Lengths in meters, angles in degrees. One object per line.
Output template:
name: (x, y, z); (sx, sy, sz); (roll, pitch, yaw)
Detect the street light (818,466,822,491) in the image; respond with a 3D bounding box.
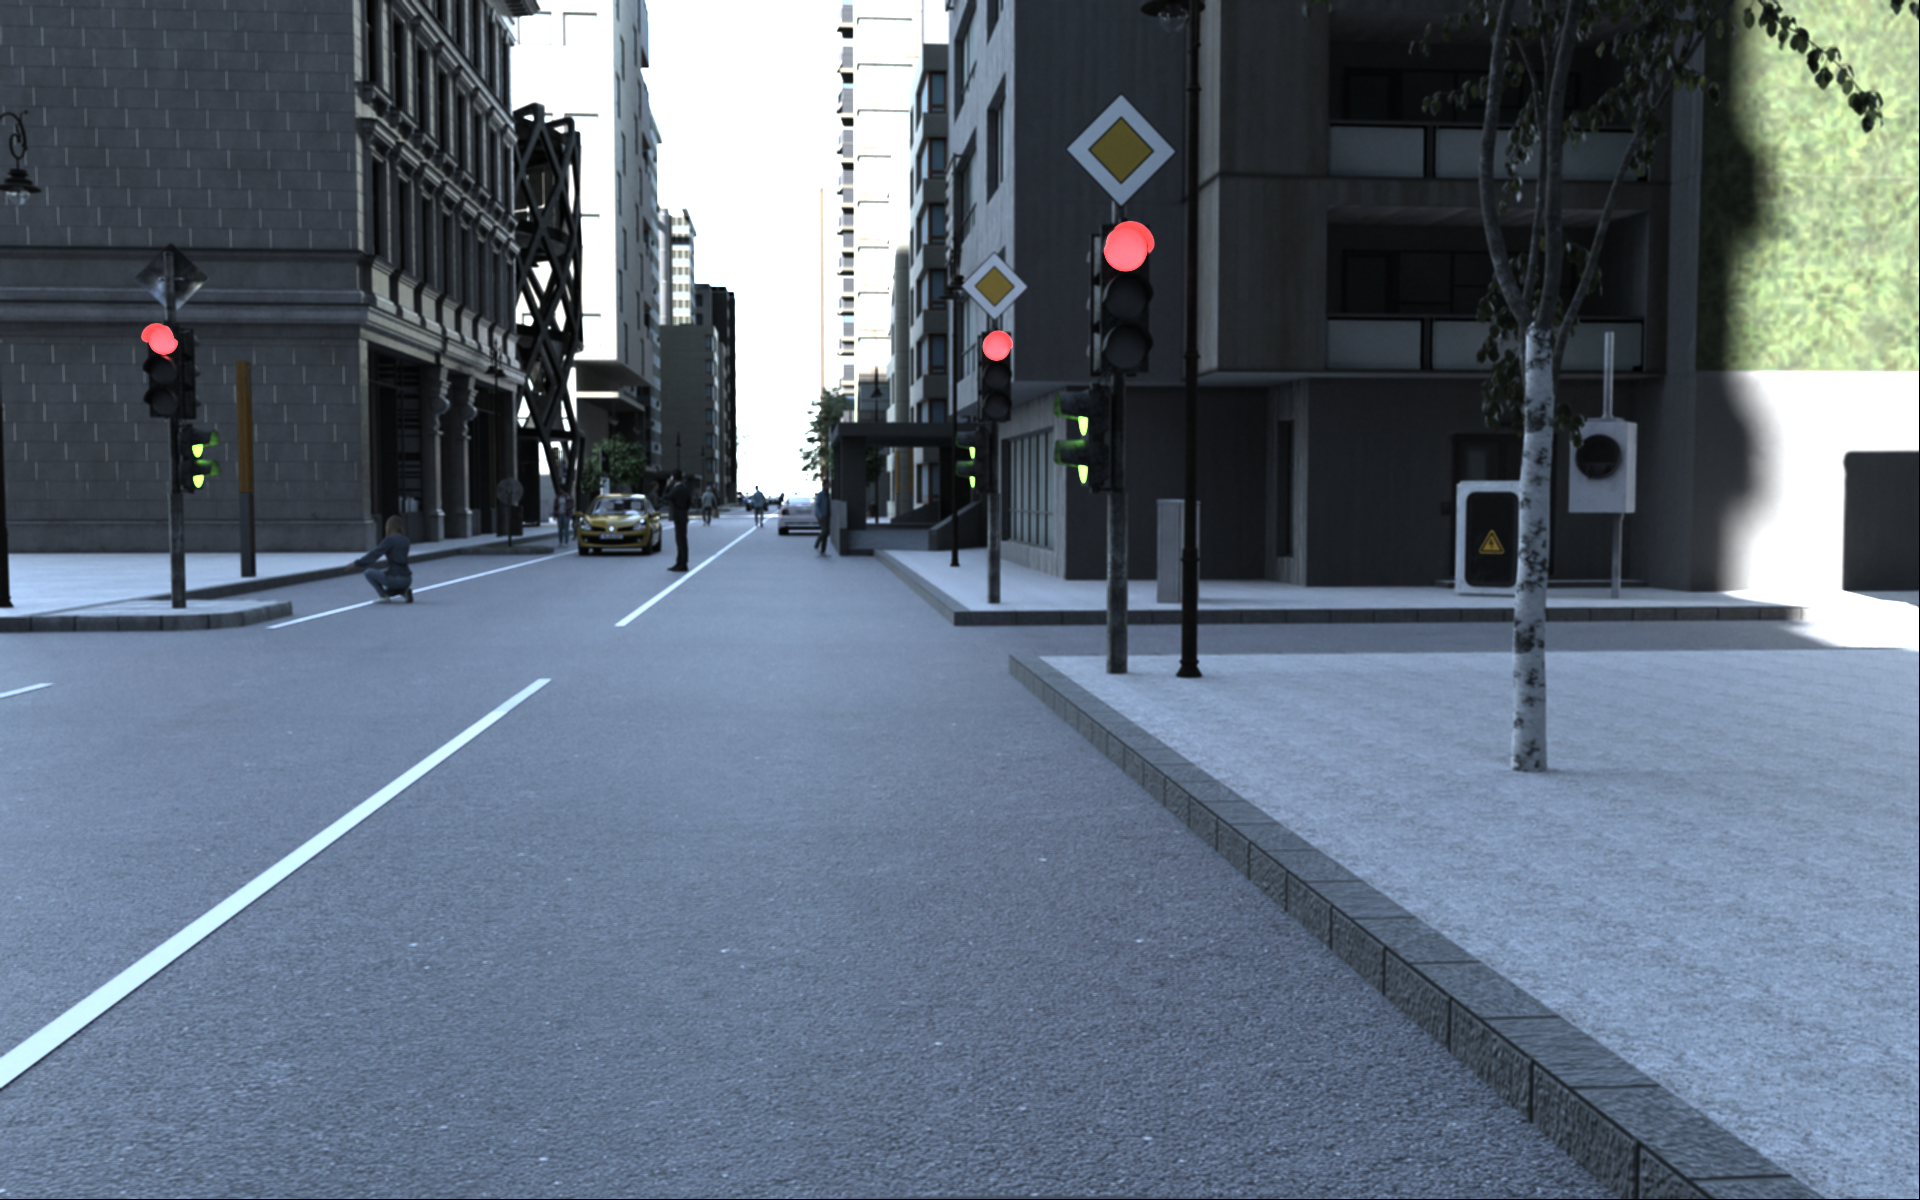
street light: (-17.518, -15.212, 221.495); (0.468, 5.910, 1.993); (0, 4, -5)

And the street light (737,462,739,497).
street light: (-31.299, -16.560, 243.536); (0.468, 5.910, 1.993); (0, 4, -5)

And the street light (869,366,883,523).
street light: (-3.017, -5.499, 62.692); (0.468, 5.910, 1.993); (0, 4, -5)

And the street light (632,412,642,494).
street light: (-17.917, -7.548, 96.199); (0.468, 5.910, 1.993); (0, 4, -5)

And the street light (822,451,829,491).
street light: (-14.608, -13.248, 189.386); (0.468, 5.910, 1.993); (0, 4, -5)

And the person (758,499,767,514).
person: (-14.361, -7.051, 124.501); (0.721, 1.743, 1.217); (3, 5, 40)

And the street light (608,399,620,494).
street light: (-16.741, -6.796, 83.900); (0.468, 5.910, 1.993); (0, 4, -5)

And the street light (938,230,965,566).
street light: (-0.091, -3.535, 30.585); (0.468, 5.910, 1.993); (0, 4, -5)

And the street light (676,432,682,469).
street light: (-20.832, -9.512, 128.308); (0.468, 5.910, 1.993); (0, 4, -5)

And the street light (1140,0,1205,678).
street light: (1.611, -2.398, 11.998); (0.468, 5.910, 1.993); (0, 4, -5)

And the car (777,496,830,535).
car: (-5.557, -3.053, 62.283); (2.083, 1.381, 4.827); (0, 4, -4)

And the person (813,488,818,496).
person: (-9.586, -6.537, 115.521); (0.705, 1.807, 1.348); (0, 4, 7)

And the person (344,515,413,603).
person: (-7.606, -0.538, 22.787); (0.738, 1.151, 1.012); (2, 4, 32)

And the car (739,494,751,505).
car: (-26.742, -12.698, 217.205); (1.945, 1.707, 3.694); (0, 4, -3)

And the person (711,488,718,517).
person: (-15.704, -6.232, 110.524); (0.705, 1.807, 1.348); (1, 4, 14)

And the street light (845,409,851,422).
street light: (-5.988, -7.462, 94.796); (0.468, 5.910, 1.993); (0, 4, -5)

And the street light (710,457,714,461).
street light: (-25.486, -12.582, 178.506); (0.468, 5.910, 1.993); (0, 4, -5)

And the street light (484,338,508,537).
street light: (-13.782, -4.819, 51.581); (0.468, 5.910, 1.993); (0, 4, -5)

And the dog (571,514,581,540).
dog: (-11.867, -2.298, 54.405); (0.800, 0.831, 0.513); (1, 4, 18)

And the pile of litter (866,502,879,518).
pile of litter: (-5.032, -4.955, 94.979); (1.176, 0.858, 1.719); (-1, 4, -9)

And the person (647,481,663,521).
person: (-7.830, -2.174, 44.601); (0.362, 1.759, 0.519); (-2, 4, -32)

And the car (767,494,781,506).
car: (-22.614, -12.244, 209.980); (2.009, 1.686, 4.222); (0, 4, -4)

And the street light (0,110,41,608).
street light: (-10.843, -2.855, 19.475); (0.468, 5.910, 1.993); (0, 4, -5)

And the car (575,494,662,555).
car: (-8.206, -1.936, 41.872); (2.015, 1.641, 3.980); (0, 4, -5)

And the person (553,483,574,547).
person: (-10.733, -2.300, 46.939); (0.563, 1.720, 0.643); (0, 4, 5)

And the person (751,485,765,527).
person: (-8.822, -4.110, 75.566); (0.638, 1.841, 0.748); (0, 4, -8)

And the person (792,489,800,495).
person: (-12.281, -7.421, 129.918); (1.350, 1.814, 0.705); (1, 4, 9)

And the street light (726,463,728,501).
street light: (-28.434, -14.595, 211.423); (0.468, 5.910, 1.993); (0, 4, -5)

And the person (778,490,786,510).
person: (-16.157, -9.107, 157.272); (0.709, 1.838, 0.599); (-2, 4, -26)

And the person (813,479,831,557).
person: (-3.145, -1.887, 39.701); (0.444, 1.785, 0.601); (2, 4, 35)

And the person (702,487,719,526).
person: (-11.297, -4.243, 78.364); (0.782, 1.767, 0.515); (-2, 4, -26)

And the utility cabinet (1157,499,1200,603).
utility cabinet: (2.633, -0.589, 20.788); (0.306, 1.237, 1.020); (1, 4, 21)

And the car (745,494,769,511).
car: (-17.230, -8.402, 147.154); (2.009, 1.686, 4.222); (0, 4, -4)

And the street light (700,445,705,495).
street light: (-23.784, -11.476, 160.413); (0.468, 5.910, 1.993); (0, 4, -5)

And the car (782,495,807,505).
car: (-10.060, -5.843, 107.892); (2.083, 1.381, 4.827); (0, 4, -4)

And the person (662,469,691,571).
person: (-5.274, -1.488, 32.187); (0.474, 1.900, 0.648); (0, 4, 2)
